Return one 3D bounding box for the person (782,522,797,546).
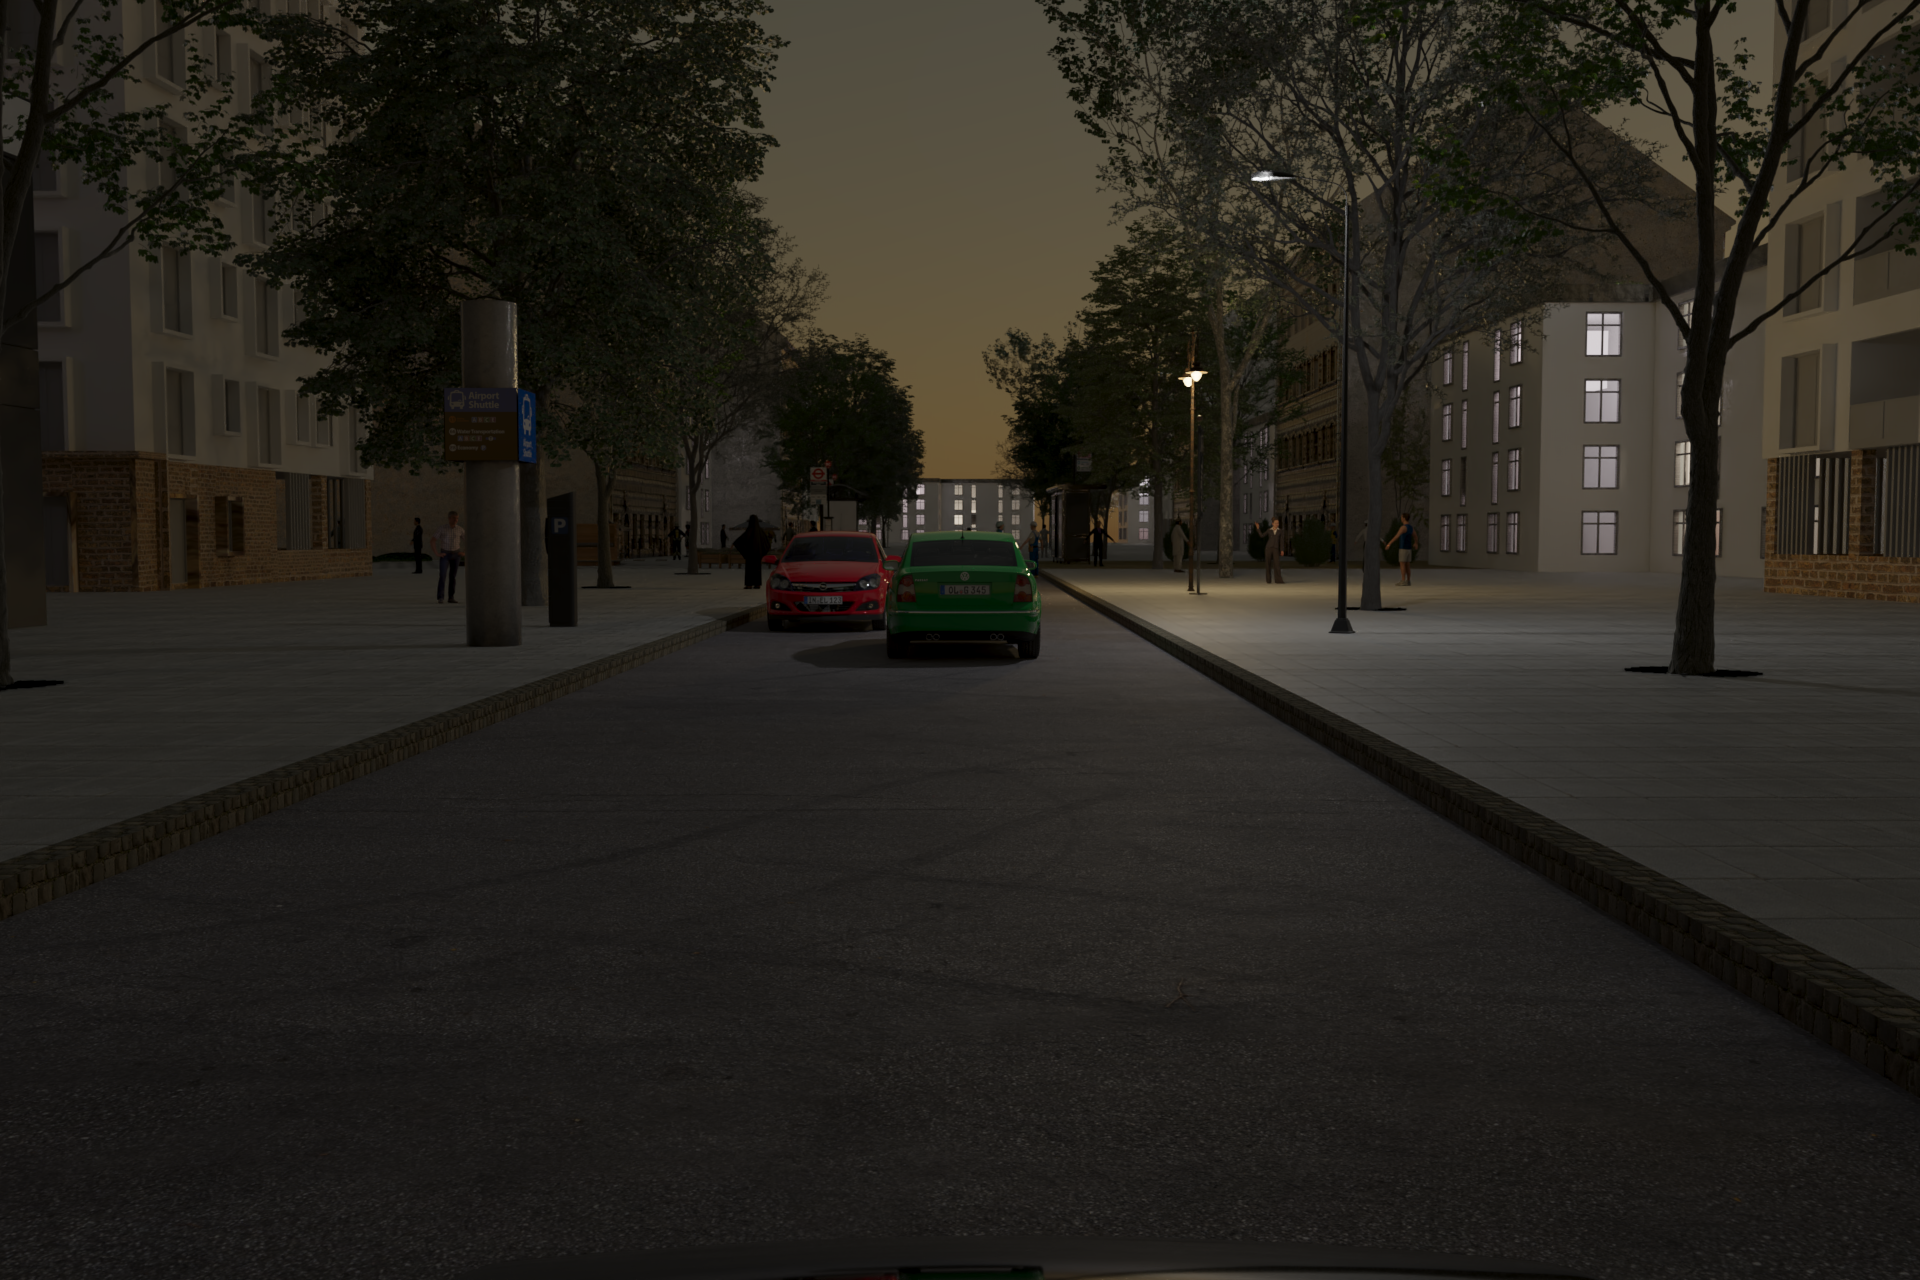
[{"bbox_3d":[-7.162,-4.112,73.509,0.705,1.796,1.348,-3,5,-44],"label":"person"}]

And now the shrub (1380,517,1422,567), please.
[{"bbox_3d":[17.419,-3.926,68.611,1.690,2.028,1.600,0,3,0],"label":"shrub"}]

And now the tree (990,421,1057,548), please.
[{"bbox_3d":[7.745,-15.387,161.945,12.009,13.543,11.850,0,3,0],"label":"tree"}]

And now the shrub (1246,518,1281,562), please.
[{"bbox_3d":[14.089,-4.667,80.342,1.661,2.075,1.752,0,3,0],"label":"shrub"}]

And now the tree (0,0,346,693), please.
[{"bbox_3d":[-7.982,-5.404,14.117,9.928,11.665,9.643,0,3,0],"label":"tree"}]

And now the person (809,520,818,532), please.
[{"bbox_3d":[-5.664,-3.681,66.372,0.705,1.806,1.347,2,4,24],"label":"person"}]

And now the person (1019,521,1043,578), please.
[{"bbox_3d":[2.359,-2.915,55.971,0.705,1.847,1.347,2,4,35],"label":"person"}]

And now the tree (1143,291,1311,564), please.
[{"bbox_3d":[11.261,-9.034,73.465,9.928,11.665,9.643,0,3,0],"label":"tree"}]

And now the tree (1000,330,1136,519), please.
[{"bbox_3d":[7.222,-12.444,110.112,9.857,13.997,8.962,0,3,0],"label":"tree"}]

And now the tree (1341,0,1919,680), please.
[{"bbox_3d":[6.751,-5.481,15.375,9.928,11.665,9.643,0,3,0],"label":"tree"}]

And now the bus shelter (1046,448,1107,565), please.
[{"bbox_3d":[5.052,-6.084,77.107,2.179,5.291,8.768,0,4,-2],"label":"bus shelter"}]

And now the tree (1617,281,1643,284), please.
[{"bbox_3d":[29.410,-9.801,78.377,7.486,12.596,7.792,0,3,0],"label":"tree"}]

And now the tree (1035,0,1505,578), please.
[{"bbox_3d":[8.695,-11.794,48.728,12.611,20.169,13.585,0,3,0],"label":"tree"}]

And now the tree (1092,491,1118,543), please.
[{"bbox_3d":[20.399,-21.483,261.612,12.009,13.543,11.850,0,3,0],"label":"tree"}]

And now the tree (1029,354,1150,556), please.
[{"bbox_3d":[7.805,-10.679,100.355,9.928,11.665,9.643,0,3,0],"label":"tree"}]

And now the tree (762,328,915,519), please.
[{"bbox_3d":[-7.476,-12.345,108.488,9.857,13.997,8.962,0,3,0],"label":"tree"}]

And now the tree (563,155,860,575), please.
[{"bbox_3d":[-8.348,-8.812,54.439,12.009,13.543,11.850,0,3,0],"label":"tree"}]

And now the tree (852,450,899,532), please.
[{"bbox_3d":[-7.326,-11.233,134.017,4.360,8.622,3.978,0,3,0],"label":"tree"}]

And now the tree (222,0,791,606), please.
[{"bbox_3d":[-7.773,-7.585,30.678,9.857,13.997,8.962,0,3,0],"label":"tree"}]

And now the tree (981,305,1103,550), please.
[{"bbox_3d":[8.912,-17.511,142.191,12.611,20.169,13.585,0,3,0],"label":"tree"}]

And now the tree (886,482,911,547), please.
[{"bbox_3d":[-6.775,-13.302,167.843,4.737,8.622,4.395,0,3,0],"label":"tree"}]

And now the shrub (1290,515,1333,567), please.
[{"bbox_3d":[13.739,-3.892,67.675,1.661,2.075,1.752,0,3,0],"label":"shrub"}]

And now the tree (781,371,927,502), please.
[{"bbox_3d":[-7.697,-13.072,124.097,12.009,13.543,11.850,0,3,0],"label":"tree"}]

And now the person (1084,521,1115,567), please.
[{"bbox_3d":[5.476,-3.799,68.341,1.346,1.802,0.704,-1,4,-19],"label":"person"}]

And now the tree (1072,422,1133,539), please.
[{"bbox_3d":[7.713,-8.701,92.618,4.360,8.622,3.978,0,3,0],"label":"tree"}]

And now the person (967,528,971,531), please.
[{"bbox_3d":[0.334,-4.523,83.131,0.721,1.740,1.216,1,4,18],"label":"person"}]

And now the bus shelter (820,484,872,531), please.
[{"bbox_3d":[-4.885,-4.822,72.756,2.014,3.302,5.546,0,4,1],"label":"bus shelter"}]

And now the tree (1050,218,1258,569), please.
[{"bbox_3d":[6.949,-8.877,63.261,7.486,12.596,7.792,0,3,0],"label":"tree"}]

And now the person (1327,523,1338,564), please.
[{"bbox_3d":[16.186,-4.228,75.593,0.721,1.772,1.216,-1,4,-9],"label":"person"}]

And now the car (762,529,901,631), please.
[{"bbox_3d":[-1.965,-1.102,27.066,2.155,1.783,4.494,0,4,0],"label":"car"}]

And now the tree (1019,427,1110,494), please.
[{"bbox_3d":[8.077,-11.730,126.205,8.767,10.594,7.601,2,4,34],"label":"tree"}]

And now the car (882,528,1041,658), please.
[{"bbox_3d":[0.008,-0.767,21.338,1.959,1.807,4.718,0,4,-1],"label":"car"}]

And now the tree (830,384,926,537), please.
[{"bbox_3d":[-7.205,-14.466,143.173,9.857,13.997,8.962,0,3,0],"label":"tree"}]

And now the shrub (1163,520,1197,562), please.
[{"bbox_3d":[10.152,-4.685,80.645,1.661,2.075,1.752,0,3,0],"label":"shrub"}]

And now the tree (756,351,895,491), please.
[{"bbox_3d":[-7.346,-10.344,94.885,9.928,11.665,9.643,0,3,0],"label":"tree"}]

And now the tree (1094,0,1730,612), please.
[{"bbox_3d":[6.987,-7.230,28.588,12.009,13.543,11.850,0,3,0],"label":"tree"}]

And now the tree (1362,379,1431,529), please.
[{"bbox_3d":[20.434,-7.904,79.599,4.737,8.622,4.395,0,3,0],"label":"tree"}]

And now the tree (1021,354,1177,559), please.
[{"bbox_3d":[7.264,-9.324,86.861,8.767,10.594,7.601,0,4,1],"label":"tree"}]

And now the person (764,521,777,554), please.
[{"bbox_3d":[-8.423,-4.279,75.725,1.354,1.858,0.705,3,5,44],"label":"person"}]

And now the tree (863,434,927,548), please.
[{"bbox_3d":[-6.934,-14.295,159.478,9.928,11.665,9.643,0,3,0],"label":"tree"}]

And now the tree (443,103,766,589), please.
[{"bbox_3d":[-8.349,-7.036,40.796,9.928,11.665,9.643,0,3,0],"label":"tree"}]

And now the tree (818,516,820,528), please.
[{"bbox_3d":[-20.060,-18.660,255.449,4.360,8.622,3.978,0,3,0],"label":"tree"}]
